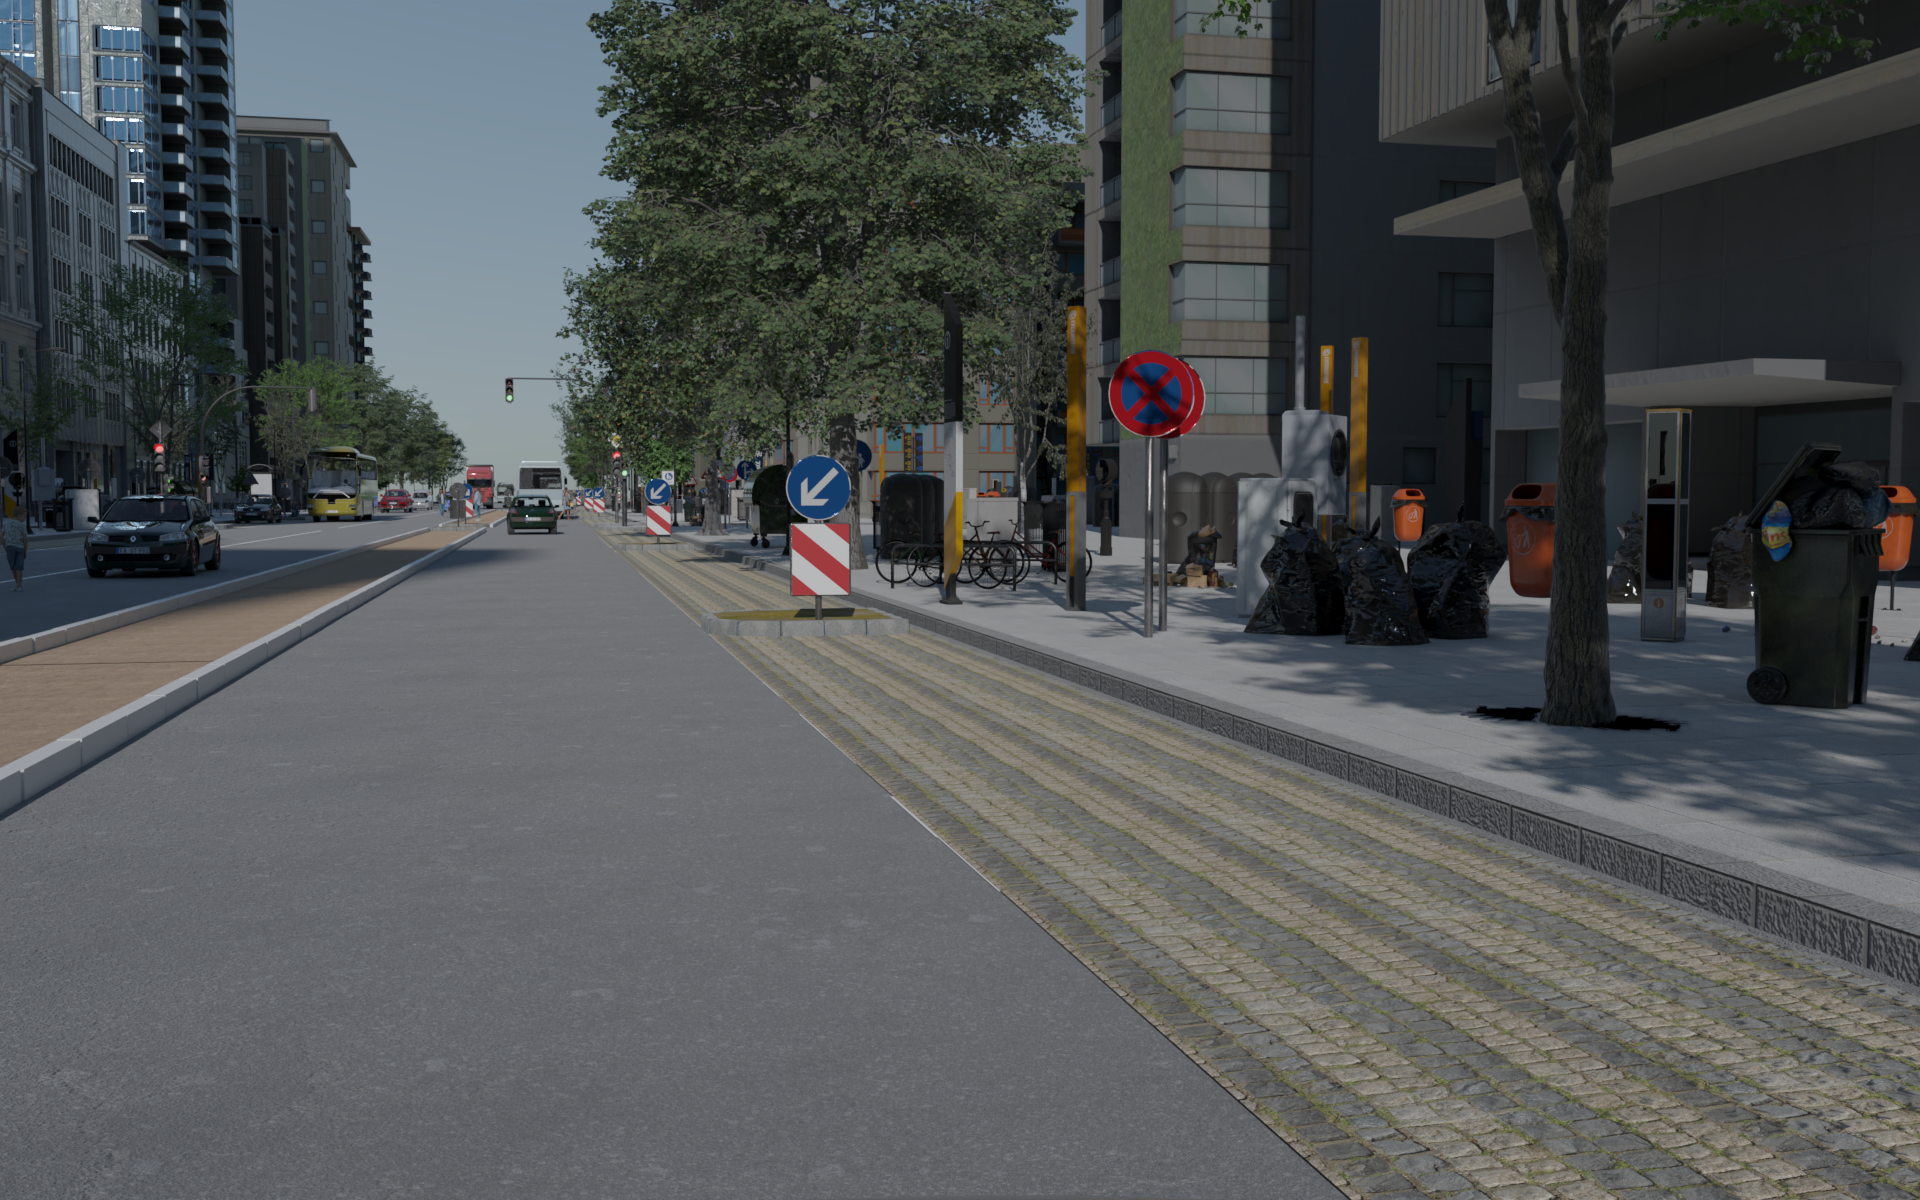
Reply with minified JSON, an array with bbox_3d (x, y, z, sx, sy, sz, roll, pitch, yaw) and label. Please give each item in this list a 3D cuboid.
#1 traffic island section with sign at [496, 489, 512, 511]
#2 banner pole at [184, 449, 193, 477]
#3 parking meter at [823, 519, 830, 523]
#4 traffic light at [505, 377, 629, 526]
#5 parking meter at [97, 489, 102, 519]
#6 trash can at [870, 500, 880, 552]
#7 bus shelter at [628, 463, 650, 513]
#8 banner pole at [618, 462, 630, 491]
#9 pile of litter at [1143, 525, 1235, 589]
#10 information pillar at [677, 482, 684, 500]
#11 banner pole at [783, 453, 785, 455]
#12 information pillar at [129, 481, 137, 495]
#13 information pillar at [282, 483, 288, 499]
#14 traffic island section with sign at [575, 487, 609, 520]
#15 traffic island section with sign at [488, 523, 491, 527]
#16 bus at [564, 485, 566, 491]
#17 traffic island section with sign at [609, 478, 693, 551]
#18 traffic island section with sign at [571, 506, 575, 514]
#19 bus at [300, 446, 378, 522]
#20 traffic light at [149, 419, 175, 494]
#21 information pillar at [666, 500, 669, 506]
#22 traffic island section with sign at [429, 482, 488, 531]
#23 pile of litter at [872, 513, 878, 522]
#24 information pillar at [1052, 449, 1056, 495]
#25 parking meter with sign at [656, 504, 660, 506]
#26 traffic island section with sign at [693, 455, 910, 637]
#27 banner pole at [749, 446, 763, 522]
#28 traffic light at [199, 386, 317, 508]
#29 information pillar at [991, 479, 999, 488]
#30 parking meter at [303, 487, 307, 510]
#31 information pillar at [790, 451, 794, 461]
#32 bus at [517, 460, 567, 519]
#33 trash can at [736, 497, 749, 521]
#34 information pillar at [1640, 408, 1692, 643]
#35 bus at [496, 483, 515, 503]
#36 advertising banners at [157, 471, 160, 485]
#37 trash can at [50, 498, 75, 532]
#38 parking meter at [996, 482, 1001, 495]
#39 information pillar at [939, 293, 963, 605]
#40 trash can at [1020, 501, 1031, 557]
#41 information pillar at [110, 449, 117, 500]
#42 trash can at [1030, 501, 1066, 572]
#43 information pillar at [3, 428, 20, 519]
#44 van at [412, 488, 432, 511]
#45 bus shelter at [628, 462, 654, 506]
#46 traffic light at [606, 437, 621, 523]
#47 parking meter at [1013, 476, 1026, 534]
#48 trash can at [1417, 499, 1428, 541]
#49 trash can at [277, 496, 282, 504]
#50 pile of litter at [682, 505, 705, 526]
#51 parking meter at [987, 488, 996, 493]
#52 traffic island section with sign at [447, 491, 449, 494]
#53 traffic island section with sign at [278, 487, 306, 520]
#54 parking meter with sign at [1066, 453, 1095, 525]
[{"bbox_3d":[-38.578,-8.537,147.718,2.006,1.907,1.989,-1,4,-13],"label":"traffic island section with sign"},{"bbox_3d":[-42.900,-6.508,96.422,0.863,3.779,0.401,2,4,26],"label":"banner pole"},{"bbox_3d":[-3.394,-2.433,45.490,0.255,1.863,0.399,3,5,41],"label":"parking meter"},{"bbox_3d":[-15.323,-5.701,67.879,4.771,5.953,1.251,-1,4,-13],"label":"traffic light"},{"bbox_3d":[-41.416,-4.569,83.108,0.372,1.533,0.369,0,3,0],"label":"parking meter"},{"bbox_3d":[-1.639,-1.649,38.612,0.748,1.137,0.748,0,3,0],"label":"trash can"},{"bbox_3d":[-21.935,-8.710,120.033,2.179,5.291,8.768,-1,4,-13],"label":"bus shelter"},{"bbox_3d":[-22.789,-7.759,116.881,0.863,3.779,0.401,-1,4,-14],"label":"banner pole"},{"bbox_3d":[3.196,-0.626,24.202,1.176,0.858,1.719,-1,4,-8],"label":"pile of litter"},{"bbox_3d":[-15.701,-5.678,97.322,0.304,2.012,0.304,0,4,4],"label":"information pillar"},{"bbox_3d":[-10.409,-6.994,104.372,0.863,3.779,0.401,2,4,34],"label":"banner pole"},{"bbox_3d":[-46.559,-5.692,97.559,0.304,2.012,0.304,-3,5,-39],"label":"information pillar"},{"bbox_3d":[-45.879,-6.923,117.690,0.304,2.012,0.304,-2,4,-30],"label":"information pillar"},{"bbox_3d":[-20.528,-5.454,97.804,1.989,1.847,2.006,-1,4,-13],"label":"traffic island section with sign"},{"bbox_3d":[-21.267,-4.065,74.593,2.006,1.907,1.989,-1,4,-13],"label":"traffic island section with sign"},{"bbox_3d":[-38.509,-10.286,163.029,2.948,3.499,13.247,-1,4,-14],"label":"bus"},{"bbox_3d":[-7.903,-2.194,44.502,1.989,1.847,2.006,-1,4,-13],"label":"traffic island section with sign"},{"bbox_3d":[-26.718,-7.059,124.041,1.989,1.847,2.006,-1,4,-13],"label":"traffic island section with sign"},{"bbox_3d":[-32.870,-6.163,92.320,2.896,3.916,12.252,-1,4,-14],"label":"bus"},{"bbox_3d":[-29.762,-4.629,64.603,0.839,4.253,0.868,-1,4,-13],"label":"traffic light"},{"bbox_3d":[-16.689,-5.746,98.445,0.304,2.012,0.304,0,4,-1],"label":"information pillar"},{"bbox_3d":[-19.570,-3.624,67.382,2.006,1.907,1.989,-1,4,-13],"label":"traffic island section with sign"},{"bbox_3d":[-3.351,-3.992,79.233,1.176,0.858,1.719,3,5,44],"label":"pile of litter"},{"bbox_3d":[4.840,-5.976,89.058,0.183,3.616,0.504,1,4,19],"label":"information pillar"},{"bbox_3d":[-17.548,-6.440,101.553,0.543,3.016,1.738,0,4,3],"label":"parking meter with sign"},{"bbox_3d":[-1.704,-0.590,18.267,1.989,1.847,2.006,-1,4,-13],"label":"traffic island section with sign"},{"bbox_3d":[-9.348,-5.430,78.794,0.863,3.779,0.401,-1,4,-8],"label":"banner pole"},{"bbox_3d":[-29.585,-6.007,72.887,4.771,5.953,1.251,-1,4,-13],"label":"traffic light"},{"bbox_3d":[1.748,-5.023,86.613,0.304,2.012,0.304,-1,4,-12],"label":"information pillar"},{"bbox_3d":[-54.172,-8.410,143.219,0.255,1.863,0.399,-2,4,-30],"label":"parking meter"},{"bbox_3d":[-8.537,-5.863,87.215,0.183,3.616,0.504,-3,5,-43],"label":"information pillar"},{"bbox_3d":[-24.733,-6.584,102.513,2.948,3.499,13.247,-1,4,-13],"label":"bus"},{"bbox_3d":[-10.367,-4.361,82.961,0.748,1.137,0.748,0,3,0],"label":"trash can"},{"bbox_3d":[6.142,-0.647,15.072,0.304,2.012,0.304,3,4,39],"label":"information pillar"},{"bbox_3d":[-71.406,-16.957,272.112,2.948,3.499,13.247,-1,4,-15],"label":"bus"},{"bbox_3d":[-55.353,-7.672,121.626,2.074,3.025,0.090,-1,4,-15],"label":"advertising banners"},{"bbox_3d":[-30.487,-2.888,58.867,0.748,1.137,0.748,0,3,0],"label":"trash can"},{"bbox_3d":[1.815,-4.623,81.297,0.255,1.863,0.399,0,3,0],"label":"parking meter"},{"bbox_3d":[-0.081,-1.754,20.031,0.183,3.616,0.504,-1,4,-17],"label":"information pillar"},{"bbox_3d":[1.581,-1.409,34.695,0.748,1.137,0.748,0,3,0],"label":"trash can"},{"bbox_3d":[-43.860,-6.020,89.781,0.183,3.616,0.504,0,4,-5],"label":"information pillar"},{"bbox_3d":[1.665,-1.038,28.624,0.748,1.137,0.748,0,3,0],"label":"trash can"},{"bbox_3d":[-33.662,-4.291,61.514,0.504,3.616,0.183,-1,4,-15],"label":"information pillar"},{"bbox_3d":[-47.227,-8.864,151.940,2.013,2.044,4.112,-1,4,-12],"label":"van"},{"bbox_3d":[-23.607,-8.382,128.335,1.731,3.624,6.357,-1,4,-13],"label":"bus shelter"},{"bbox_3d":[-15.146,-5.342,76.269,0.839,4.253,0.868,-1,4,-13],"label":"traffic light"},{"bbox_3d":[1.923,-3.072,55.944,0.255,1.863,0.399,3,4,37],"label":"parking meter"},{"bbox_3d":[12.441,-2.194,47.521,0.748,1.137,0.748,0,3,0],"label":"trash can"},{"bbox_3d":[-53.280,-7.588,135.716,0.748,1.137,0.748,0,3,0],"label":"trash can"},{"bbox_3d":[-10.356,-3.396,69.487,1.719,0.858,1.176,-1,4,-19],"label":"pile of litter"},{"bbox_3d":[1.309,-3.903,72.221,0.372,1.533,0.369,0,3,0],"label":"parking meter"},{"bbox_3d":[-73.393,-14.694,248.873,1.989,1.847,2.006,-1,4,-13],"label":"traffic island section with sign"},{"bbox_3d":[-36.920,-5.265,94.715,1.989,1.847,2.006,-1,4,-13],"label":"traffic island section with sign"},{"bbox_3d":[5.316,-4.681,72.788,1.738,3.016,0.543,0,4,1],"label":"parking meter with sign"}]
